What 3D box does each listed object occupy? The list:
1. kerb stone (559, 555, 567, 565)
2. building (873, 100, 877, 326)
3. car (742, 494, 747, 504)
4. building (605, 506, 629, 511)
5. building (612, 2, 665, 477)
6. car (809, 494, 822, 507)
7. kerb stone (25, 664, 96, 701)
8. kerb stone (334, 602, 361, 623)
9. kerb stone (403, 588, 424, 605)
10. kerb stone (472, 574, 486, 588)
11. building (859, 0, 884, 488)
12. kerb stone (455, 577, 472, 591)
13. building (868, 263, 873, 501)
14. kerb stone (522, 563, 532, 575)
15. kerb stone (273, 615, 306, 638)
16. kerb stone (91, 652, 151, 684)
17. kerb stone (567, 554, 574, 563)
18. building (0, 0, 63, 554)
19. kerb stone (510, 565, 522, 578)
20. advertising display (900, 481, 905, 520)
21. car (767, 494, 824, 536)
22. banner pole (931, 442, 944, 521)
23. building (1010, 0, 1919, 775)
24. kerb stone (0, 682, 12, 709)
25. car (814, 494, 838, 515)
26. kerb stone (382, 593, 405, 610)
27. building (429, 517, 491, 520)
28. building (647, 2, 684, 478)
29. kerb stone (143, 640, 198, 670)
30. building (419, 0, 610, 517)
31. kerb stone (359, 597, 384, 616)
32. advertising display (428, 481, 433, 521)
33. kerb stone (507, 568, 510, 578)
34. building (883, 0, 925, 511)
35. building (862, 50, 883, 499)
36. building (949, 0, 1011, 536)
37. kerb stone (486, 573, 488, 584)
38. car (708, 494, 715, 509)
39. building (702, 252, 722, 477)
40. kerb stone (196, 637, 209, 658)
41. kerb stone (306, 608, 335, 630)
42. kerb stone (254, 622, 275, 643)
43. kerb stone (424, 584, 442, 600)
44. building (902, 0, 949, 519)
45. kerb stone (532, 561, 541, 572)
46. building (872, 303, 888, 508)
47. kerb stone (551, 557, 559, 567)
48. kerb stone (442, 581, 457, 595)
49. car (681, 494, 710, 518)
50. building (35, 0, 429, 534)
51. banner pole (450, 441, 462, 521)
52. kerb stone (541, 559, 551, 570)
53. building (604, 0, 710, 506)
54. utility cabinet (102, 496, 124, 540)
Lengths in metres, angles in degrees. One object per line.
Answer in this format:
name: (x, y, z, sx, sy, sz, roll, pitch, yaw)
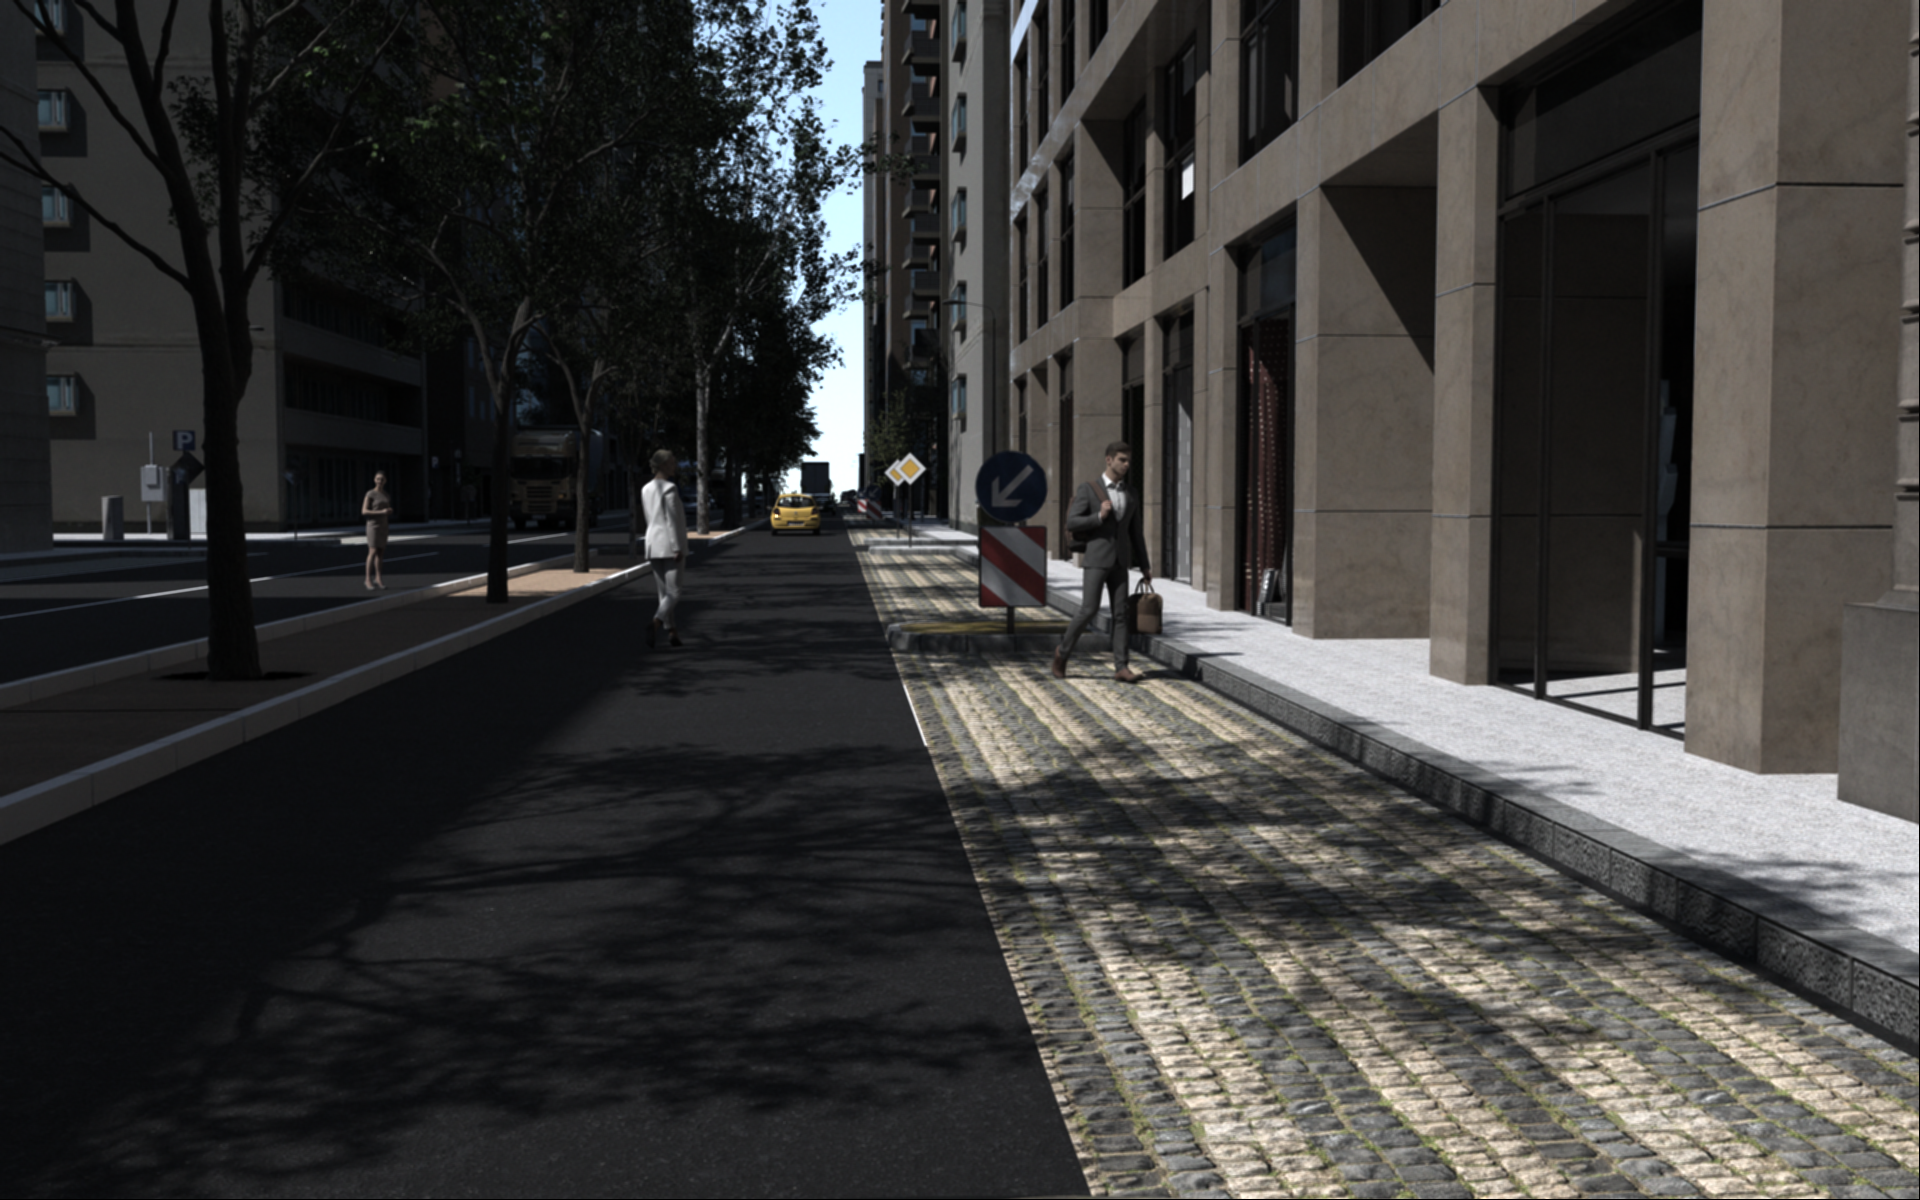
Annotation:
kerb stone: (-8.100, -0.776, 34.876, 0.120, 0.150, 1.000, 0, 4, -4)
building: (-2.578, -33.190, 192.760, 14.600, 45.320, 14.200, 0, 4, -4)
car: (-28.093, -13.066, 225.636, 2.014, 1.417, 4.499, 0, 4, -5)
building: (-39.133, -43.678, 152.386, 20.563, 71.187, 20.611, 0, 4, -4)
building: (-44.812, -35.943, 176.905, 28.713, 52.752, 27.495, 0, 4, -4)
car: (-9.181, -5.625, 102.189, 2.015, 1.641, 3.980, 0, 4, -4)
kerb stone: (-6.474, 0.602, 12.390, 0.120, 0.150, 1.000, 0, 4, -4)
kerb stone: (-6.985, 0.162, 19.540, 0.120, 0.150, 1.000, 0, 4, -4)
kerb stone: (-7.205, -0.024, 22.599, 0.120, 0.150, 1.000, 0, 4, -4)
kerb stone: (-7.503, -0.274, 26.682, 0.120, 0.150, 1.000, 0, 4, -4)
building: (-4.388, -58.391, 267.359, 22.319, 86.520, 31.000, 0, 4, -4)
kerb stone: (-7.435, -0.210, 25.658, 0.120, 0.150, 1.000, 0, 4, -4)
building: (-4.539, -27.250, 217.235, 14.160, 30.474, 14.107, 0, 4, -4)
kerb stone: (-7.797, -0.525, 30.774, 0.120, 0.150, 1.000, 0, 4, -4)
kerb stone: (-6.843, 0.287, 17.497, 0.120, 0.150, 1.000, 0, 4, -4)
kerb stone: (-6.548, 0.540, 13.410, 0.120, 0.150, 1.000, 0, 4, -4)
kerb stone: (-8.188, -0.838, 35.898, 0.120, 0.150, 1.000, 0, 4, -4)
building: (-41.544, -15.468, 29.318, 44.131, 29.872, 17.030, 0, 4, -4)
kerb stone: (-7.721, -0.462, 29.751, 0.120, 0.150, 1.000, 0, 4, -4)
advertising display: (-2.866, -4.958, 86.283, 0.123, 1.923, 0.974, 0, 4, -7)
car: (-5.780, -3.094, 60.812, 2.015, 1.641, 3.980, 0, 4, -6)
banner pole: (-1.124, -5.736, 83.805, 0.863, 3.779, 0.401, 3, 5, 43)
building: (11.999, -13.469, 24.726, 19.350, 26.468, 34.151, 0, 4, -4)
kerb stone: (-6.396, 0.666, 11.365, 0.120, 0.150, 1.000, 0, 4, -4)
car: (-9.338, -6.474, 117.650, 2.131, 1.459, 4.920, 0, 4, -4)
kerb stone: (-7.134, 0.038, 21.579, 0.120, 0.150, 1.000, 0, 4, -4)
building: (-32.131, -27.028, 92.025, 14.600, 45.320, 14.200, 0, 4, -4)
building: (-44.997, -55.438, 219.090, 22.319, 86.520, 31.000, 0, 4, -4)
kerb stone: (-6.619, 0.474, 14.439, 0.120, 0.150, 1.000, 0, 4, -4)
building: (-31.254, -28.391, 114.305, 14.600, 45.320, 14.200, 0, 4, -4)
kerb stone: (-7.063, 0.100, 20.560, 0.120, 0.150, 1.000, 0, 4, -4)
advertising display: (-25.976, -4.804, 83.758, 0.974, 1.923, 0.123, 1, 4, 12)
kerb stone: (-7.658, -0.400, 28.731, 0.120, 0.150, 1.000, 0, 4, -4)
building: (0.542, -30.529, 149.259, 14.600, 45.320, 14.200, 0, 4, -4)
building: (-2.770, -42.571, 238.027, 21.231, 58.520, 28.212, 0, 4, -4)
building: (10.365, -26.710, 60.417, 21.600, 48.544, 21.300, 0, 4, -4)
kerb stone: (-7.577, -0.337, 27.702, 0.120, 0.150, 1.000, 0, 4, -4)
car: (-24.052, -9.246, 163.169, 2.014, 1.417, 4.499, 0, 4, -5)
building: (-43.982, -37.583, 264.584, 14.600, 45.320, 14.200, 0, 4, -4)
kerb stone: (-6.684, 0.412, 15.459, 0.120, 0.150, 1.000, 0, 4, -4)
kerb stone: (-6.913, 0.225, 18.517, 0.120, 0.150, 1.000, 0, 4, -4)
kerb stone: (-6.766, 0.350, 16.478, 0.120, 0.150, 1.000, 0, 4, -4)
kerb stone: (-7.278, -0.087, 23.619, 0.120, 0.150, 1.000, 0, 4, -4)
building: (8.002, -27.135, 98.289, 22.147, 44.769, 28.867, 0, 4, -4)
kerb stone: (-7.879, -0.588, 31.806, 0.120, 0.150, 1.000, 0, 4, -4)
building: (5.430, -20.008, 172.174, 27.650, 21.520, 28.899, 0, 4, -4)
kerb stone: (-8.029, -0.713, 33.848, 0.120, 0.150, 1.000, 0, 4, -4)
kerb stone: (-7.362, -0.145, 24.639, 0.120, 0.150, 1.000, 0, 4, -4)
car: (-15.908, -5.592, 103.434, 2.014, 1.417, 4.499, 0, 4, -3)
building: (-33.606, -26.975, 64.742, 21.300, 48.544, 21.600, 0, 4, -4)
banner pole: (-23.881, -5.628, 82.031, 0.401, 3.779, 0.863, 2, 4, 31)
kerb stone: (-7.951, -0.648, 32.826, 0.120, 0.150, 1.000, 0, 4, -4)
building: (-45.956, -49.406, 246.034, 20.563, 71.187, 20.611, 0, 4, -4)
utility cabinet: (-23.716, -2.282, 48.472, 0.306, 1.237, 1.020, -3, 5, -41)
